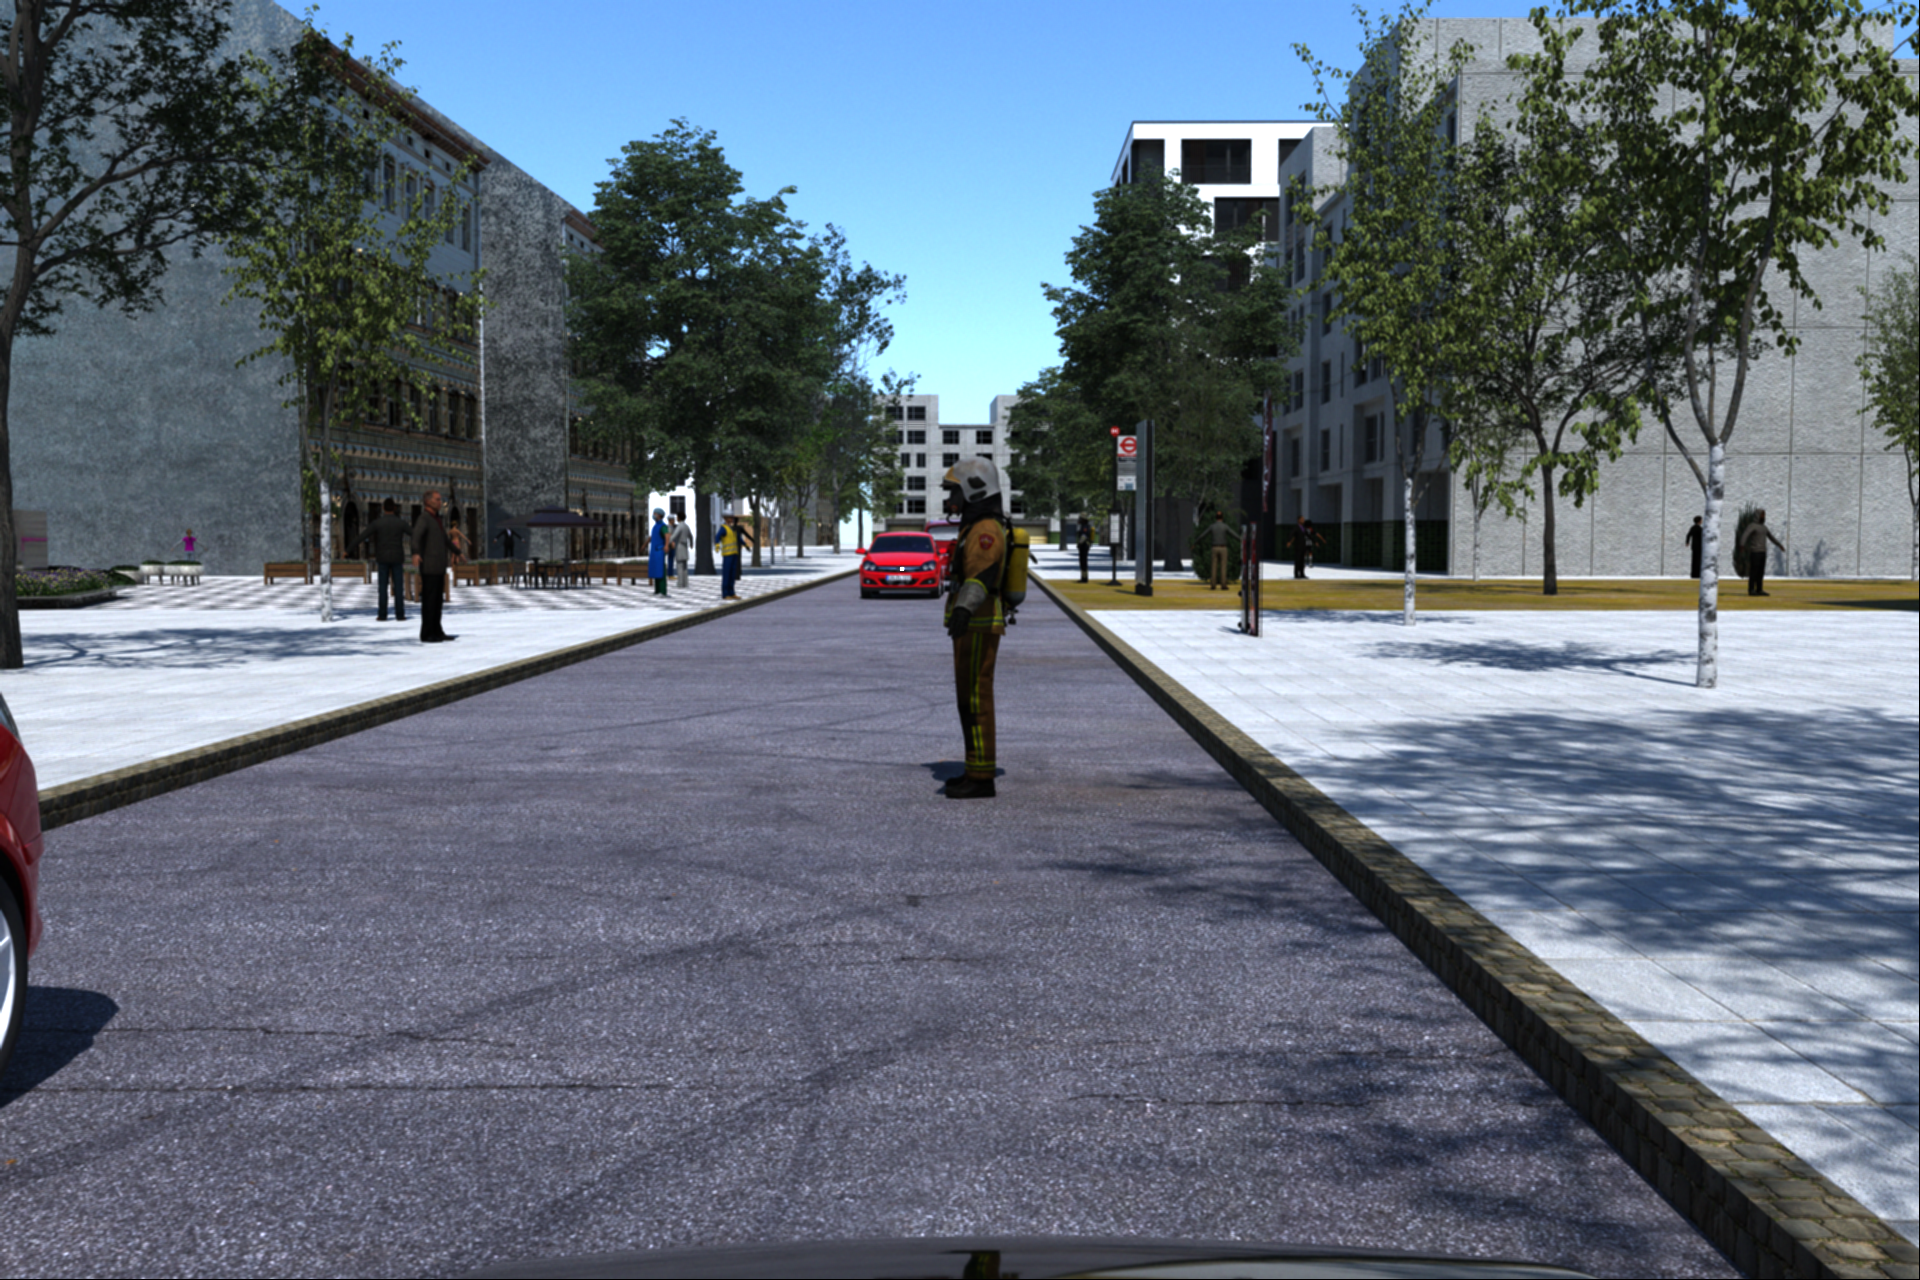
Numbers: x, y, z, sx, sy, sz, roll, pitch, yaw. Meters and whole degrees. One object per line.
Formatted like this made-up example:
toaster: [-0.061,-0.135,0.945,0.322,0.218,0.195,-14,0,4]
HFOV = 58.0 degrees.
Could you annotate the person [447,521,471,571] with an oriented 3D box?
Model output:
person: [-17.360,-3.241,59.793,1.217,1.733,0.721,2,4,28]

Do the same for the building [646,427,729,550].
building: [-24.315,-12.681,149.478,9.099,9.664,28.070,0,4,1]

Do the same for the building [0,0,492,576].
building: [-28.847,-14.086,61.237,19.493,23.208,18.063,0,4,2]

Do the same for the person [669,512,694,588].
person: [-6.641,-2.138,41.141,0.705,1.806,1.347,1,4,21]

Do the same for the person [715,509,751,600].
person: [-4.460,-1.681,33.954,0.721,1.772,1.216,2,4,24]

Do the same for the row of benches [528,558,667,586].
row of benches: [-9.113,-1.729,43.734,4.104,0.672,1.422,2,4,28]

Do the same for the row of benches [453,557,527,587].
row of benches: [-11.905,-1.753,44.123,1.422,0.672,4.104,0,4,3]

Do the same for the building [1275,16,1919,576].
building: [23.558,-12.331,68.071,16.747,18.905,31.486,0,4,1]

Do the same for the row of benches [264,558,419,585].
row of benches: [-15.569,-1.763,44.281,4.104,0.672,1.422,0,4,-8]

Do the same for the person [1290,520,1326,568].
person: [13.280,-3.668,66.116,1.345,1.843,0.704,1,4,18]

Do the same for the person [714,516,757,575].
person: [-7.078,-2.975,54.573,1.347,1.837,0.705,-1,4,-12]

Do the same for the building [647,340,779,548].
building: [-24.054,-18.983,166.790,16.016,20.090,11.380,0,4,1]

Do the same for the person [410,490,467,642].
person: [-6.266,-0.886,20.667,0.705,1.807,1.348,0,4,8]

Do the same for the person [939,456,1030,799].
person: [0.058,-0.079,9.518,0.705,1.858,1.354,0,4,0]

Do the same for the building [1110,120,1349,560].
building: [22.653,-15.793,102.194,27.936,21.610,32.646,0,4,1]

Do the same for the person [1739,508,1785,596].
person: [16.546,-1.818,35.848,1.348,1.813,0.705,-2,4,-28]

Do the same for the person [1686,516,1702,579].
person: [21.278,-2.675,49.916,0.705,1.806,1.347,-1,4,-10]

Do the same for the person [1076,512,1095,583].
person: [3.218,-2.426,45.449,0.705,1.856,1.354,0,4,7]

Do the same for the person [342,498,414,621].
person: [-8.436,-1.197,25.641,1.348,1.821,0.705,-1,4,-20]

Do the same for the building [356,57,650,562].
building: [-27.292,-15.809,89.407,19.493,23.208,18.063,0,4,2]

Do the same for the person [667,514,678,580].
person: [-8.118,-2.629,48.840,0.705,1.847,1.347,-1,4,-8]

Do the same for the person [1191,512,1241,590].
person: [5.953,-2.046,39.732,1.348,1.796,0.705,1,4,19]

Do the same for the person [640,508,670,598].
person: [-6.141,-1.775,35.156,0.704,1.817,1.347,-2,4,-32]

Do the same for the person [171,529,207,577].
person: [-23.005,-2.595,51.701,0.991,1.433,0.599,-2,4,-29]

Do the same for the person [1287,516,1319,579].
person: [9.764,-2.651,49.572,1.346,1.802,0.704,-3,5,-39]

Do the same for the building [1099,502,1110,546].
building: [24.640,-21.526,182.884,19.493,23.208,18.063,0,4,1]

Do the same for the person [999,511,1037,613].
person: [0.836,-1.422,31.472,1.354,1.858,0.705,3,5,44]

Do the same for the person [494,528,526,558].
person: [-17.124,-3.615,65.818,1.216,1.740,0.721,-2,4,-30]

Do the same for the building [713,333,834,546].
building: [-24.032,-22.053,191.501,19.493,23.208,18.063,0,4,2]

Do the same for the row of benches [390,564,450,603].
row of benches: [-10.686,-1.142,34.140,1.422,0.672,4.104,-2,4,-24]

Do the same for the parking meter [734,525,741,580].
parking meter: [-6.309,-2.437,48.264,0.372,1.533,0.369,0,3,0]
